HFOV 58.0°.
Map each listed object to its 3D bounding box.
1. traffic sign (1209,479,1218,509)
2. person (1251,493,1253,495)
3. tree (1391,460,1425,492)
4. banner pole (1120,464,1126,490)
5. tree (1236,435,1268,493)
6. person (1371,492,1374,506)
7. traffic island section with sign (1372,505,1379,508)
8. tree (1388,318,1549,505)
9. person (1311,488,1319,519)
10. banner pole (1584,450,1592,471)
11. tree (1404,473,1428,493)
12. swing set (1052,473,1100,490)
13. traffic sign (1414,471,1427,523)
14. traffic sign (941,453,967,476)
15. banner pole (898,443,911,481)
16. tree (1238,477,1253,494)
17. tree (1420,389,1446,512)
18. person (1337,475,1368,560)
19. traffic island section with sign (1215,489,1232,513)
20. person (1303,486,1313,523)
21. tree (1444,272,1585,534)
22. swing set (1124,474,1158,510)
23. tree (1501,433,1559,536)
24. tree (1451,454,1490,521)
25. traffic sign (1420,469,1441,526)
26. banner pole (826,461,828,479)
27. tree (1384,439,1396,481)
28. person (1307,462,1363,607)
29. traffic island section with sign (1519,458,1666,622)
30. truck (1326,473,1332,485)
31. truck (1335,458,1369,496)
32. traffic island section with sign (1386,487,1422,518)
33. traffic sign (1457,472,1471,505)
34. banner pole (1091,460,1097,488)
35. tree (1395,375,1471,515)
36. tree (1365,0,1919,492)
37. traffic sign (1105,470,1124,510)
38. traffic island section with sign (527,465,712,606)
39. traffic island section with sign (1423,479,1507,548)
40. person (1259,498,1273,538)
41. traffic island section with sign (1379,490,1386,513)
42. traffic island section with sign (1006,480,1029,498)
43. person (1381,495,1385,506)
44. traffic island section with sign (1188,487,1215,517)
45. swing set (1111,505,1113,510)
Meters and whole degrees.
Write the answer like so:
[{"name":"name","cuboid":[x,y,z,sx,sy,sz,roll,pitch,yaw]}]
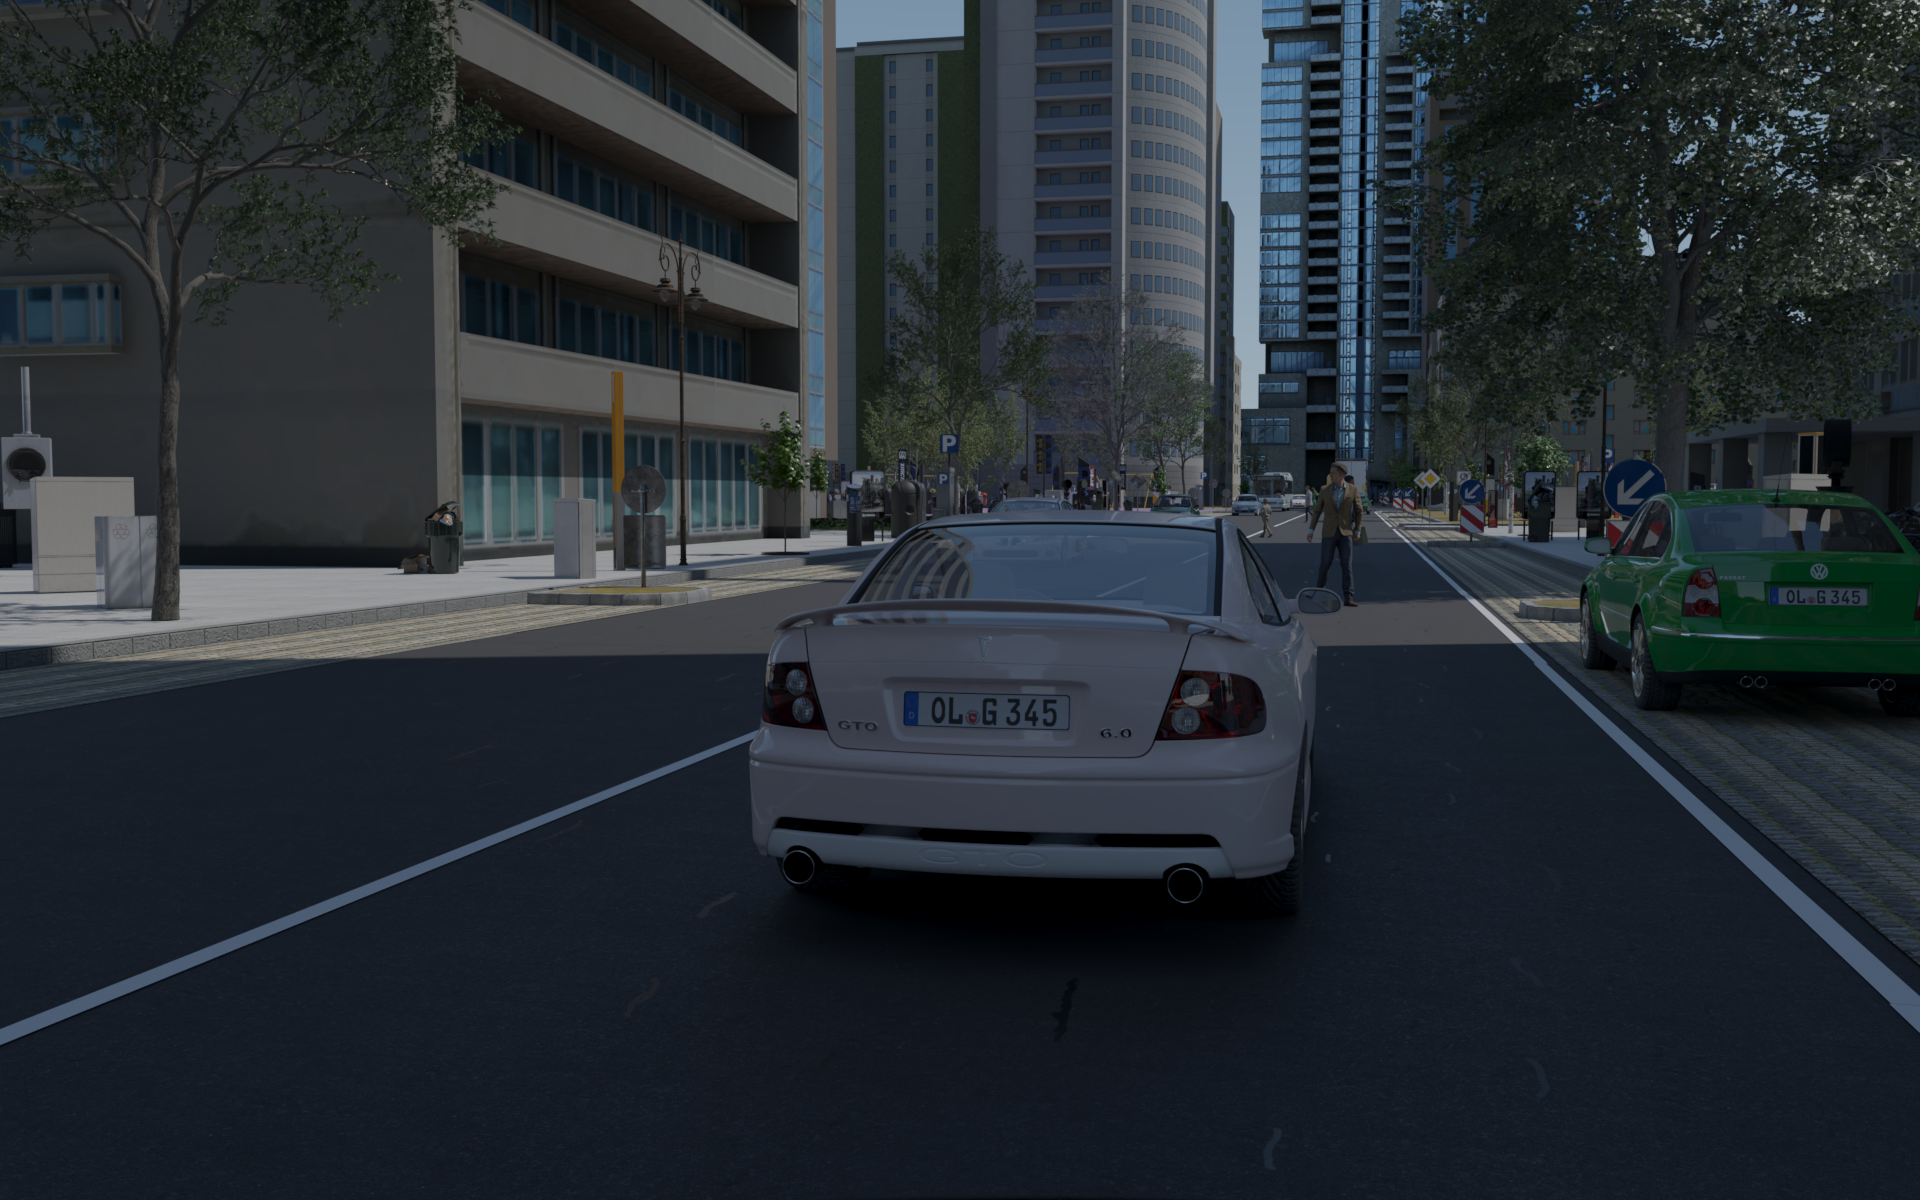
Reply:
[{"name":"traffic sign","cuboid":[21.574,-9.017,147.537,0.768,2.556,0.104,1,4,13]},{"name":"person","cuboid":[26.956,-9.155,158.631,0.568,1.767,0.683,0,4,-6]},{"name":"tree","cuboid":[43.225,-11.199,166.815,4.285,4.588,4.351,0,3,0]},{"name":"banner pole","cuboid":[11.764,-8.372,126.892,0.863,3.779,0.401,0,4,-3]},{"name":"tree","cuboid":[35.550,-15.898,210.300,4.737,8.622,4.395,0,3,0]},{"name":"person","cuboid":[51.323,-12.629,215.698,0.721,1.735,1.217,3,4,38]},{"name":"traffic island section with sign","cuboid":[43.379,-10.290,176.868,1.989,1.847,2.006,1,4,13]},{"name":"tree","cuboid":[27.134,-9.675,92.604,8.767,10.594,7.601,1,4,17]},{"name":"person","cuboid":[20.307,-5.565,99.739,0.600,1.795,0.529,3,5,41]},{"name":"banner pole","cuboid":[35.380,-6.578,97.574,0.401,3.779,0.863,-1,4,-14]},{"name":"tree","cuboid":[41.445,-9.951,157.299,1.663,3.219,1.824,0,3,0]},{"name":"swing set","cuboid":[8.438,-7.915,127.025,3.119,2.851,2.862,1,4,21]},{"name":"traffic sign","cuboid":[20.410,-4.452,76.440,0.795,2.450,0.064,1,4,13]},{"name":"traffic sign","cuboid":[-0.237,-3.135,51.266,0.884,2.594,0.081,1,4,13]},{"name":"banner pole","cuboid":[-2.687,-5.809,84.987,0.863,3.779,0.401,-2,4,-31]},{"name":"tree","cuboid":[33.146,-12.670,201.751,1.663,3.219,1.824,0,3,0]},{"name":"tree","cuboid":[33.956,-10.398,120.369,4.360,8.622,3.978,0,3,0]},{"name":"person","cuboid":[8.070,-1.682,35.982,0.794,1.824,0.713,-2,4,-25]},{"name":"traffic island section with sign","cuboid":[20.034,-7.422,129.978,1.989,1.847,2.006,1,4,13]},{"name":"person","cuboid":[17.618,-4.819,87.139,0.795,1.843,0.661,0,4,5]},{"name":"tree","cuboid":[18.162,-6.465,56.069,4.360,8.622,3.978,0,3,0]},{"name":"swing set","cuboid":[13.683,-8.444,135.682,3.119,2.851,2.862,2,4,33]},{"name":"tree","cuboid":[17.588,-3.564,52.868,1.663,3.219,1.824,0,3,0]},{"name":"tree","cuboid":[24.381,-5.402,82.921,1.663,3.219,1.824,0,3,0]},{"name":"traffic sign","cuboid":[18.632,-3.976,68.655,0.795,2.450,0.064,1,4,13]},{"name":"banner pole","cuboid":[-10.088,-8.645,131.365,0.401,3.779,0.863,0,4,-3]},{"name":"tree","cuboid":[56.894,-16.750,224.224,4.737,8.622,4.395,0,3,0]},{"name":"person","cuboid":[4.816,-0.849,22.298,0.656,1.842,0.836,-1,4,-20]},{"name":"traffic island section with sign","cuboid":[7.554,-0.696,20.011,1.989,1.847,2.006,1,4,13]},{"name":"truck","cuboid":[35.682,-10.118,161.346,3.469,3.379,9.791,1,4,14]},{"name":"truck","cuboid":[31.944,-9.318,141.266,2.839,4.237,11.283,1,4,13]},{"name":"traffic island section with sign","cuboid":[26.274,-5.710,101.993,1.989,1.847,2.006,1,4,13]},{"name":"traffic sign","cuboid":[22.543,-4.612,77.532,0.606,2.300,0.079,1,4,16]},{"name":"banner pole","cuboid":[10.000,-8.494,128.894,0.401,3.779,0.863,3,5,40]},{"name":"tree","cuboid":[29.722,-9.559,106.654,4.737,8.622,4.395,0,3,0]},{"name":"tree","cuboid":[11.495,-7.392,27.522,9.857,13.997,8.962,0,3,0]},{"name":"traffic sign","cuboid":[6.357,-4.148,71.469,0.795,2.450,0.064,1,4,13]},{"name":"traffic island section with sign","cuboid":[-4.404,-0.881,23.032,1.989,1.847,2.006,1,4,13]},{"name":"traffic island section with sign","cuboid":[13.643,-2.329,46.701,1.989,1.847,2.006,1,4,13]},{"name":"person","cuboid":[10.012,-2.690,56.762,0.475,1.303,0.640,-3,5,-44]},{"name":"traffic island section with sign","cuboid":[32.262,-7.318,128.277,1.989,1.847,2.006,1,4,13]},{"name":"traffic island section with sign","cuboid":[1.601,-2.488,49.312,1.989,1.847,2.006,1,4,13]},{"name":"person","cuboid":[48.060,-11.454,196.331,0.434,1.755,0.990,-1,4,-18]},{"name":"traffic island section with sign","cuboid":[13.994,-5.810,103.618,1.989,1.847,2.006,1,4,13]},{"name":"swing set","cuboid":[10.285,-8.420,135.288,2.862,2.851,3.119,1,4,16]}]
